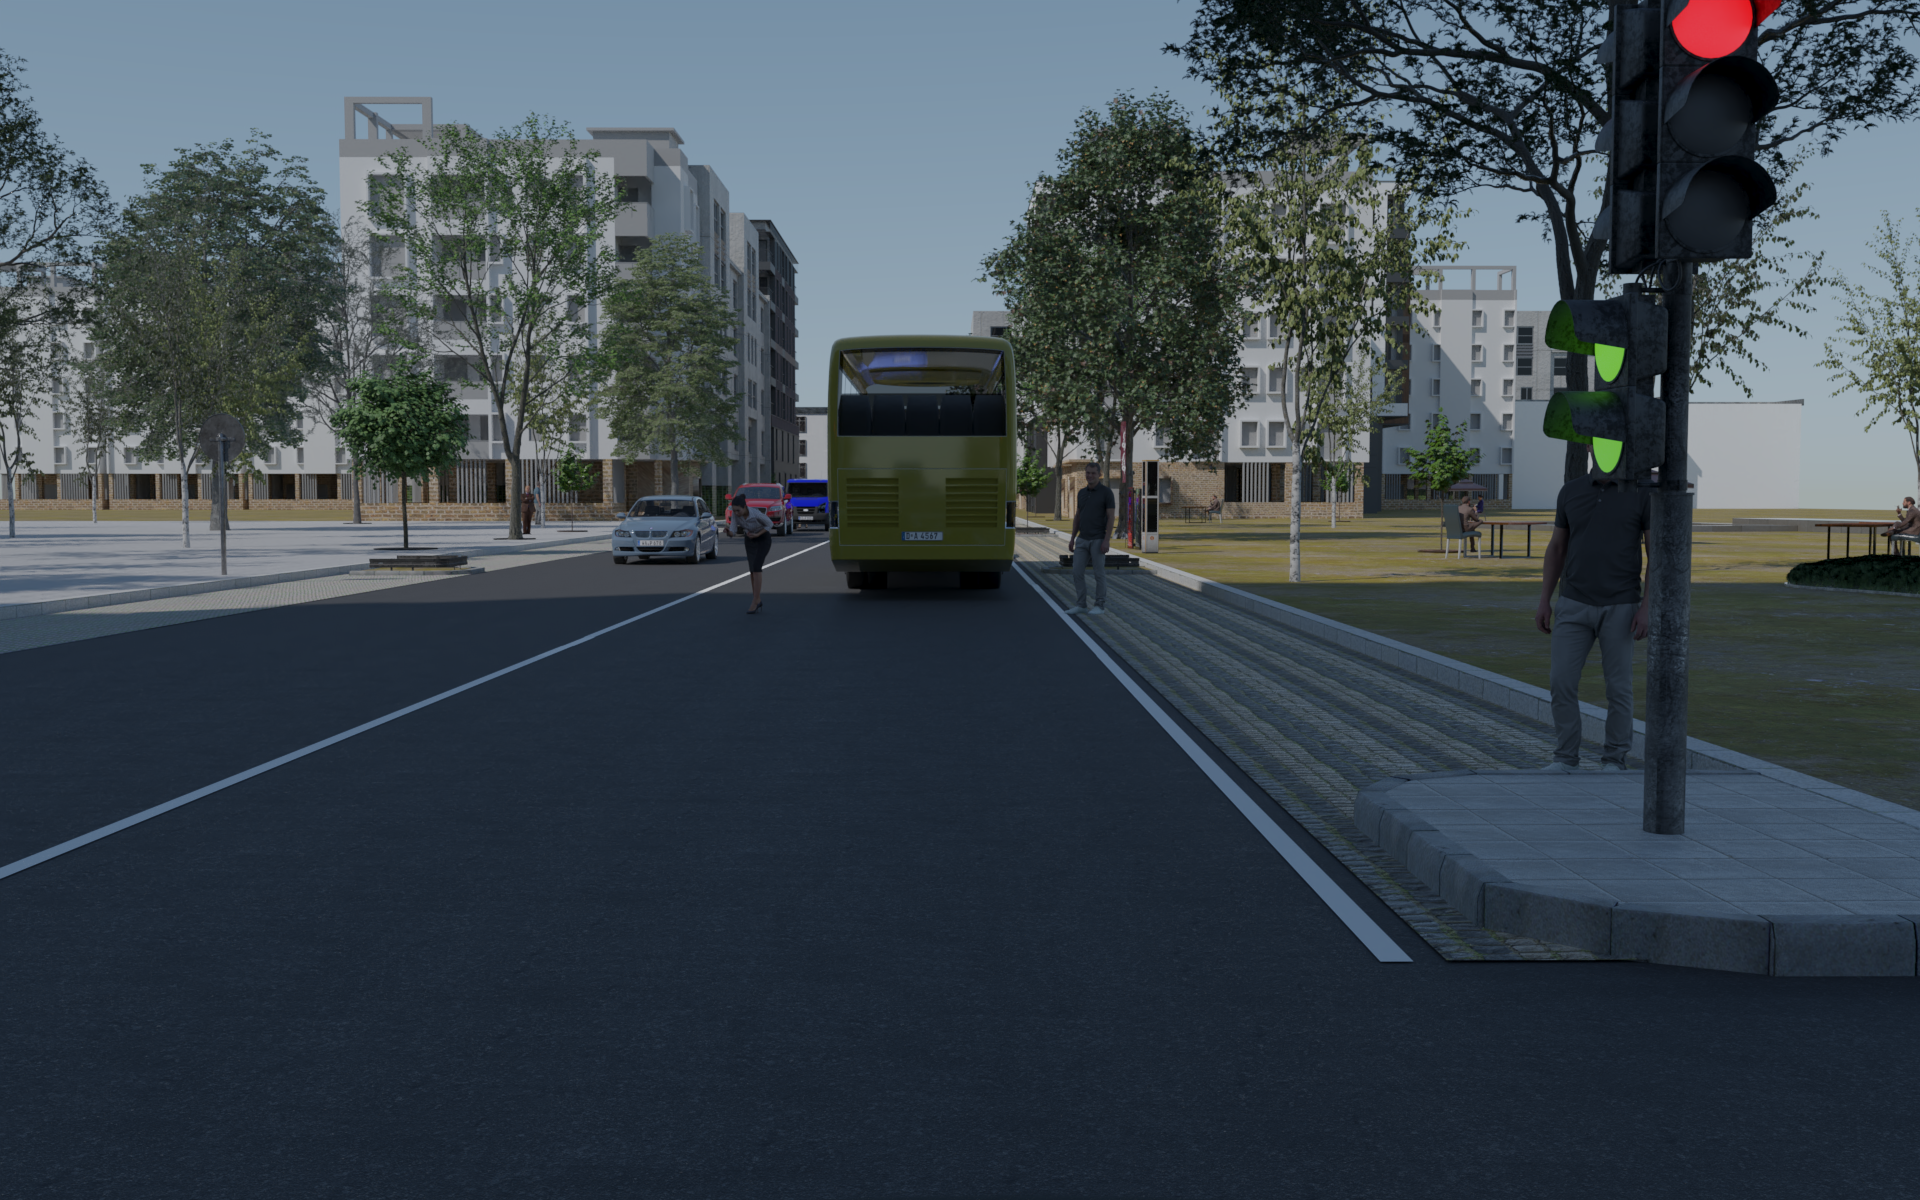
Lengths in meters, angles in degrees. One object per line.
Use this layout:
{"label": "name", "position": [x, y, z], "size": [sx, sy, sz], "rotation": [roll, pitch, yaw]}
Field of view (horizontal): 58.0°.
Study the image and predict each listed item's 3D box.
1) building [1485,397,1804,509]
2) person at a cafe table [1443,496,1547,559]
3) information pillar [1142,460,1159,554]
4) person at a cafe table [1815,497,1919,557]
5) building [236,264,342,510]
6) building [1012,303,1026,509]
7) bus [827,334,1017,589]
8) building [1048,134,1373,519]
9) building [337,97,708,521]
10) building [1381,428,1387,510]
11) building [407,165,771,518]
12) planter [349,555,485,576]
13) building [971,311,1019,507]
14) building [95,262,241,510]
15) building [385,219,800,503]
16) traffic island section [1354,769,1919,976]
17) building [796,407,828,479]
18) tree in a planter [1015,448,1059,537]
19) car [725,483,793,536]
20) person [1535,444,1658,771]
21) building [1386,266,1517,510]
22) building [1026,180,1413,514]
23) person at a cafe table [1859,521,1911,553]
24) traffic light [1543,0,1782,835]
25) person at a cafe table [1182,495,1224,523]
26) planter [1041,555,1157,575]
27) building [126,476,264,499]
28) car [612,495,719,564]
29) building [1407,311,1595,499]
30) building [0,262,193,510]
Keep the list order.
{"label": "building", "position": [60.206, -12.914, 153.296], "size": [28.070, 9.664, 9.099], "rotation": [0, 4, 0]}
{"label": "person at a cafe table", "position": [10.488, -1.460, 34.726], "size": [1.726, 1.238, 1.698], "rotation": [-2, 4, -25]}
{"label": "information pillar", "position": [4.104, -2.009, 37.340], "size": [0.304, 2.012, 0.304], "rotation": [-1, 4, -10]}
{"label": "person at a cafe table", "position": [17.091, -1.303, 32.161], "size": [1.698, 1.238, 1.726], "rotation": [-3, 5, -45]}
{"label": "building", "position": [-52.517, -17.841, 148.128], "size": [11.380, 20.091, 16.016], "rotation": [0, 4, 0]}
{"label": "building", "position": [12.604, -18.041, 151.394], "size": [16.016, 20.091, 11.380], "rotation": [0, 4, 0]}
{"label": "bus", "position": [-0.584, -2.295, 29.070], "size": [2.896, 3.916, 12.252], "rotation": [0, 4, -1]}
{"label": "building", "position": [13.385, -14.632, 95.656], "size": [16.016, 20.091, 11.380], "rotation": [0, 4, 0]}
{"label": "building", "position": [-21.304, -14.138, 87.569], "size": [16.016, 20.091, 11.380], "rotation": [0, 4, 0]}
{"label": "building", "position": [28.742, -17.896, 149.012], "size": [11.380, 20.091, 16.016], "rotation": [0, 4, 0]}
{"label": "building", "position": [-21.921, -14.837, 109.045], "size": [16.747, 18.905, 31.486], "rotation": [0, 4, 0]}
{"label": "planter", "position": [-9.696, -0.618, 31.241], "size": [1.991, 0.319, 1.994], "rotation": [0, 4, 0]}
{"label": "building", "position": [16.952, -18.924, 175.863], "size": [31.486, 18.905, 16.747], "rotation": [0, 4, 0]}
{"label": "building", "position": [-63.898, -17.845, 148.187], "size": [11.380, 20.091, 16.016], "rotation": [0, 4, 0]}
{"label": "building", "position": [-30.463, -18.286, 142.954], "size": [32.646, 21.610, 27.936], "rotation": [0, 4, 0]}
{"label": "traffic island section", "position": [2.699, 0.960, 6.589], "size": [2.009, 0.180, 2.903], "rotation": [0, 4, 0]}
{"label": "building", "position": [-12.789, -14.018, 171.346], "size": [28.070, 9.664, 9.099], "rotation": [0, 4, 0]}
{"label": "tree in a planter", "position": [2.287, -3.745, 58.459], "size": [1.991, 3.239, 1.994], "rotation": [0, 4, 0]}
{"label": "car", "position": [-6.936, -3.151, 60.192], "size": [2.281, 1.827, 5.304], "rotation": [0, 4, -1]}
{"label": "person", "position": [3.136, 0.005, 8.555], "size": [0.434, 1.807, 0.598], "rotation": [-3, 4, -38]}
{"label": "building", "position": [40.114, -17.963, 150.122], "size": [11.380, 20.091, 16.016], "rotation": [0, 4, 0]}
{"label": "building", "position": [18.767, -17.459, 129.424], "size": [27.936, 21.610, 32.646], "rotation": [0, 4, 0]}
{"label": "person at a cafe table", "position": [19.280, -1.600, 34.677], "size": [1.698, 1.524, 1.622], "rotation": [-2, 4, -31]}
{"label": "traffic light", "position": [2.659, -1.074, 6.475], "size": [0.839, 4.253, 0.868], "rotation": [0, 4, 0]}
{"label": "person at a cafe table", "position": [10.790, -4.020, 76.581], "size": [1.726, 1.238, 1.698], "rotation": [1, 4, 16]}
{"label": "planter", "position": [2.488, -0.640, 31.605], "size": [1.991, 0.319, 1.994], "rotation": [0, 4, 0]}
{"label": "building", "position": [-70.553, -13.961, 170.407], "size": [28.070, 9.664, 9.099], "rotation": [0, 4, 0]}
{"label": "car", "position": [-6.231, -1.529, 36.996], "size": [2.014, 1.417, 4.499], "rotation": [0, 4, 0]}
{"label": "building", "position": [48.441, -18.906, 175.566], "size": [31.486, 18.905, 16.747], "rotation": [0, 4, 0]}
{"label": "building", "position": [-75.277, -17.835, 148.023], "size": [11.380, 20.091, 16.016], "rotation": [0, 4, 0]}
